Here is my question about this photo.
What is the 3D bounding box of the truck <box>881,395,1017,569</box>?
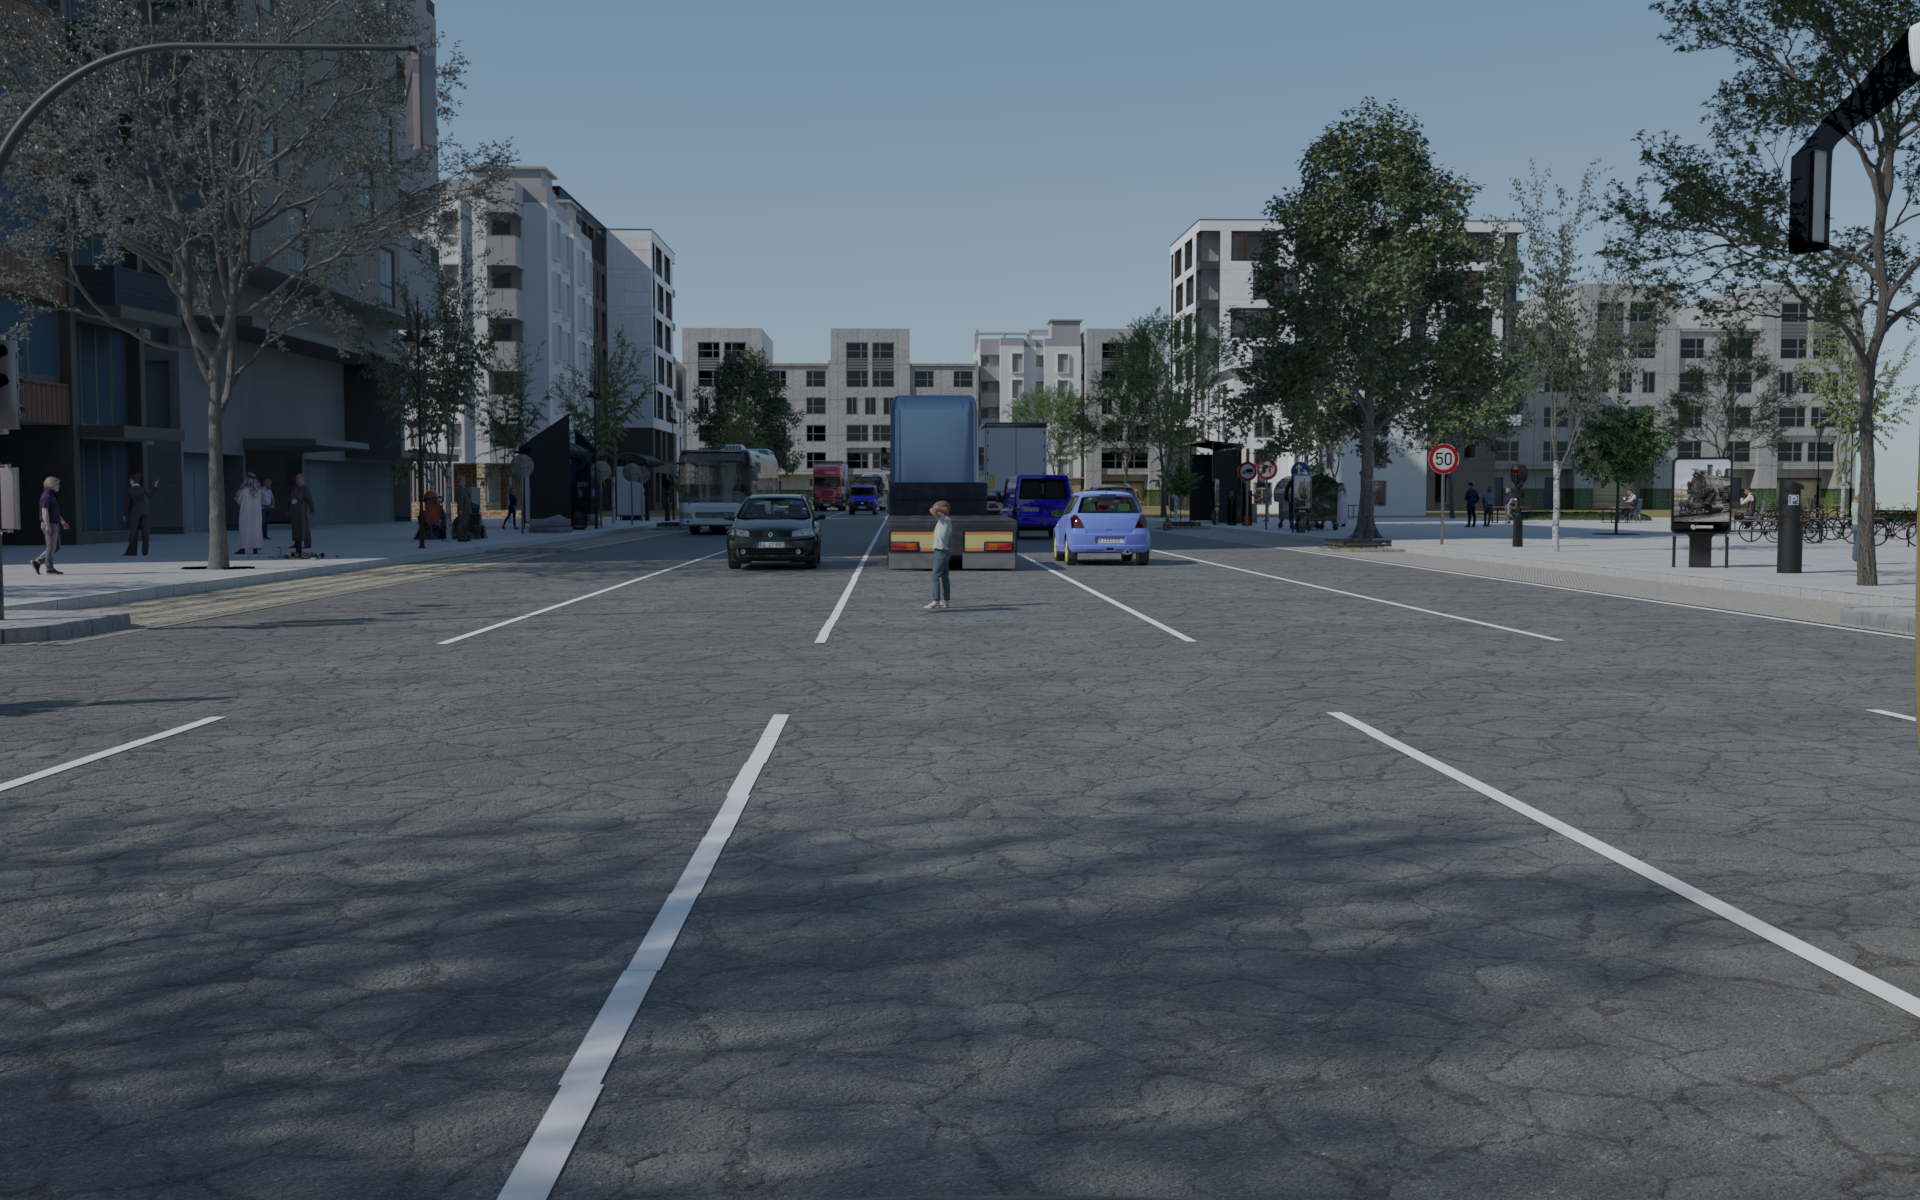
[{"bbox_3d":[-0.487,-3.152,41.292,2.967,4.110,18.799,0,4,-2],"label":"truck"}]

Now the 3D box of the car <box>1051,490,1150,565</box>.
[{"bbox_3d":[2.905,-1.619,36.064,1.945,1.707,3.694,0,4,-2],"label":"car"}]

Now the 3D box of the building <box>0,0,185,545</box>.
[{"bbox_3d":[-31.591,-23.424,37.608,22.147,44.769,28.867,0,4,-2],"label":"building"}]

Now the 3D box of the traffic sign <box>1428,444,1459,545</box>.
[{"bbox_3d":[12.229,-2.677,43.875,0.768,2.556,0.104,0,4,1],"label":"traffic sign"}]

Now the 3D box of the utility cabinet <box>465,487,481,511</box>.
[{"bbox_3d":[-14.623,-2.634,51.743,0.318,1.500,1.173,-2,4,-32],"label":"utility cabinet"}]

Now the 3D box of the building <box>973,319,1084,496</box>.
[{"bbox_3d":[7.358,-20.633,193.775,11.380,20.091,16.016,0,4,-2],"label":"building"}]

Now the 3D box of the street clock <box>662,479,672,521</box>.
[{"bbox_3d":[-13.873,-4.739,82.049,0.471,2.002,0.358,2,4,29],"label":"street clock"}]

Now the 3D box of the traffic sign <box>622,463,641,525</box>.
[{"bbox_3d":[-13.523,-4.359,71.373,0.768,2.556,0.104,0,4,0],"label":"traffic sign"}]

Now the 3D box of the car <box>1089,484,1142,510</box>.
[{"bbox_3d":[5.704,-3.498,65.872,2.281,1.827,5.304,0,4,0],"label":"car"}]

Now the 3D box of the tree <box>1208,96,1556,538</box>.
[{"bbox_3d":[11.966,-8.149,50.249,9.611,12.733,9.660,0,3,0],"label":"tree"}]

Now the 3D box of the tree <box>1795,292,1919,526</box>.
[{"bbox_3d":[32.820,-6.932,63.694,4.737,8.622,4.395,0,3,0],"label":"tree"}]

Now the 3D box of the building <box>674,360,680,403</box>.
[{"bbox_3d":[-46.180,-19.884,191.563,31.486,18.905,16.747,0,4,-2],"label":"building"}]

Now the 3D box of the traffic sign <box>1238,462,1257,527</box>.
[{"bbox_3d":[11.257,-4.148,67.930,0.768,2.556,0.104,0,4,-2],"label":"traffic sign"}]

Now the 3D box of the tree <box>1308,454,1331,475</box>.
[{"bbox_3d":[17.174,-5.402,82.923,1.663,3.219,1.824,0,3,0],"label":"tree"}]

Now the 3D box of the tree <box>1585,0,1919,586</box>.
[{"bbox_3d":[12.391,-5.480,24.008,7.601,10.594,8.767,0,4,-1],"label":"tree"}]

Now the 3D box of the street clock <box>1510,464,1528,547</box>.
[{"bbox_3d":[13.526,-2.287,41.957,0.358,2.002,0.471,0,4,-7],"label":"street clock"}]

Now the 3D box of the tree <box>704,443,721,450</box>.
[{"bbox_3d":[-15.656,-7.810,111.405,4.285,4.588,4.351,0,3,0],"label":"tree"}]

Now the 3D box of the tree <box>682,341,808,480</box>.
[{"bbox_3d":[-16.051,-13.056,130.477,9.611,12.733,9.660,0,3,0],"label":"tree"}]

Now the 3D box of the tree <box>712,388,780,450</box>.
[{"bbox_3d":[-15.543,-10.456,121.324,4.737,8.622,4.395,0,3,0],"label":"tree"}]

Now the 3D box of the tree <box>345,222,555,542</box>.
[{"bbox_3d":[-14.000,-5.881,46.510,4.360,8.622,3.978,0,3,0],"label":"tree"}]

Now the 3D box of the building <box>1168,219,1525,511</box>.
[{"bbox_3d":[31.083,-18.443,145.513,27.936,21.610,32.646,0,4,-2],"label":"building"}]

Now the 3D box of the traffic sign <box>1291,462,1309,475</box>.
[{"bbox_3d":[13.423,-4.173,68.341,0.768,2.556,0.104,0,4,6],"label":"traffic sign"}]

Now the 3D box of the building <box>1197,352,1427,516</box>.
[{"bbox_3d":[22.523,-10.588,115.261,9.099,9.664,28.070,0,4,-2],"label":"building"}]

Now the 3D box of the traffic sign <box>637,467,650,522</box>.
[{"bbox_3d":[-14.856,-4.938,80.836,0.768,2.556,0.104,0,4,-1],"label":"traffic sign"}]

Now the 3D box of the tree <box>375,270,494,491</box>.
[{"bbox_3d":[-17.542,-6.543,57.342,4.737,8.622,4.395,0,3,0],"label":"tree"}]

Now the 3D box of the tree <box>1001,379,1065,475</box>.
[{"bbox_3d":[8.753,-14.165,157.348,9.928,11.665,9.643,0,3,0],"label":"tree"}]

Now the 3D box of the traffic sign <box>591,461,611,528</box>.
[{"bbox_3d":[-13.712,-4.037,66.105,0.768,2.556,0.104,0,4,0],"label":"traffic sign"}]

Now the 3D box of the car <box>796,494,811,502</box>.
[{"bbox_3d":[-14.699,-9.016,159.410,2.014,1.417,4.499,0,4,-3],"label":"car"}]

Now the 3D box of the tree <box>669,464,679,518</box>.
[{"bbox_3d":[-14.795,-5.958,92.012,1.663,3.219,1.824,0,3,0],"label":"tree"}]

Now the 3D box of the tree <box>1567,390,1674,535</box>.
[{"bbox_3d":[20.792,-4.344,54.744,4.285,4.588,4.351,0,3,0],"label":"tree"}]

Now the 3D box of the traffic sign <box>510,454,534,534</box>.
[{"bbox_3d":[-14.000,-3.379,55.354,0.768,2.556,0.104,0,4,2],"label":"traffic sign"}]

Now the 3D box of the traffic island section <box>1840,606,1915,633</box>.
[{"bbox_3d":[10.770,0.241,18.345,2.009,0.180,2.903,0,4,-2],"label":"traffic island section"}]

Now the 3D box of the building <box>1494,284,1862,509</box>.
[{"bbox_3d":[59.963,-17.609,154.361,31.486,18.905,16.747,0,4,-2],"label":"building"}]

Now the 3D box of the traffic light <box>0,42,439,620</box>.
[{"bbox_3d":[-7.731,-2.626,17.606,4.771,5.953,1.251,0,4,-2],"label":"traffic light"}]

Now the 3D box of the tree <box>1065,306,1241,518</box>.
[{"bbox_3d":[11.270,-10.321,94.505,9.928,11.665,9.643,0,3,0],"label":"tree"}]

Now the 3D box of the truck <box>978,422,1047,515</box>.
[{"bbox_3d":[1.901,-5.149,73.102,2.839,4.237,11.283,0,4,-3],"label":"truck"}]

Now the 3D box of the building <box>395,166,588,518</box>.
[{"bbox_3d":[-30.373,-14.768,97.883,16.016,20.091,11.380,0,4,-2],"label":"building"}]

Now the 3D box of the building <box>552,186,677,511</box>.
[{"bbox_3d":[-37.548,-17.551,130.938,27.936,21.610,32.646,0,4,-2],"label":"building"}]

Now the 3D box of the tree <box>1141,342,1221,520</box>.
[{"bbox_3d":[10.712,-8.241,85.110,4.737,8.622,4.395,0,3,0],"label":"tree"}]

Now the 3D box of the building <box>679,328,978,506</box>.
[{"bbox_3d":[-14.068,-19.988,193.257,31.486,18.905,16.747,0,4,-2],"label":"building"}]

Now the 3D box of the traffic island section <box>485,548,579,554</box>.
[{"bbox_3d":[-10.401,-1.193,42.372,1.991,0.108,1.994,0,4,-2],"label":"traffic island section"}]

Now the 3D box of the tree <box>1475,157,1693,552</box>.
[{"bbox_3d":[13.440,-5.370,38.162,4.360,8.622,3.978,0,3,0],"label":"tree"}]

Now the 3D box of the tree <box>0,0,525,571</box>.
[{"bbox_3d":[-12.687,-7.275,29.311,12.009,13.543,11.850,0,3,0],"label":"tree"}]

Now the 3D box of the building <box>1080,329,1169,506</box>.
[{"bbox_3d":[28.938,-20.038,194.073,31.486,18.905,16.747,0,4,-2],"label":"building"}]

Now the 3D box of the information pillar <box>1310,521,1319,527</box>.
[{"bbox_3d":[13.616,-3.797,66.580,0.304,2.012,0.304,2,4,29],"label":"information pillar"}]

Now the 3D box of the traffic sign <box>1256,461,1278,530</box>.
[{"bbox_3d":[11.060,-3.816,62.491,0.768,2.556,0.104,0,4,5],"label":"traffic sign"}]

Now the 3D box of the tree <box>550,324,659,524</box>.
[{"bbox_3d":[-15.168,-7.588,74.421,4.737,8.622,4.395,0,3,0],"label":"tree"}]

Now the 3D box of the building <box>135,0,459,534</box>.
[{"bbox_3d":[-36.328,-29.136,65.616,28.713,52.752,27.495,0,4,-2],"label":"building"}]

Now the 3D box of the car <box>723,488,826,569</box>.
[{"bbox_3d":[-3.658,-1.507,34.431,2.009,1.686,4.222,0,4,-3],"label":"car"}]

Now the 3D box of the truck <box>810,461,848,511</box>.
[{"bbox_3d":[-11.113,-9.764,148.561,2.839,4.237,11.283,0,4,-1],"label":"truck"}]

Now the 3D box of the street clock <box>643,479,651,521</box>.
[{"bbox_3d":[-15.020,-4.804,83.120,0.358,2.002,0.471,1,4,11],"label":"street clock"}]

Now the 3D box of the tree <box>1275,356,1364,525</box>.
[{"bbox_3d":[15.539,-7.443,72.054,4.737,8.622,4.395,0,3,0],"label":"tree"}]

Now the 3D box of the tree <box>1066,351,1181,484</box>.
[{"bbox_3d":[10.132,-10.603,107.777,8.767,10.594,7.601,3,4,36],"label":"tree"}]

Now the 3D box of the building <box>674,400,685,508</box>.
[{"bbox_3d":[-39.318,-13.042,155.383,28.070,9.664,9.099,0,4,-2],"label":"building"}]

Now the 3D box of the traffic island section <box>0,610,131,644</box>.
[{"bbox_3d":[-9.859,0.284,17.631,2.009,0.180,2.903,0,4,-2],"label":"traffic island section"}]

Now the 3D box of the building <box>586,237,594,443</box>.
[{"bbox_3d":[-31.445,-15.461,109.212,16.016,20.091,11.380,0,4,-2],"label":"building"}]

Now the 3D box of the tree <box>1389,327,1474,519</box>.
[{"bbox_3d":[25.801,-9.557,90.667,8.767,10.594,7.601,0,4,2],"label":"tree"}]
